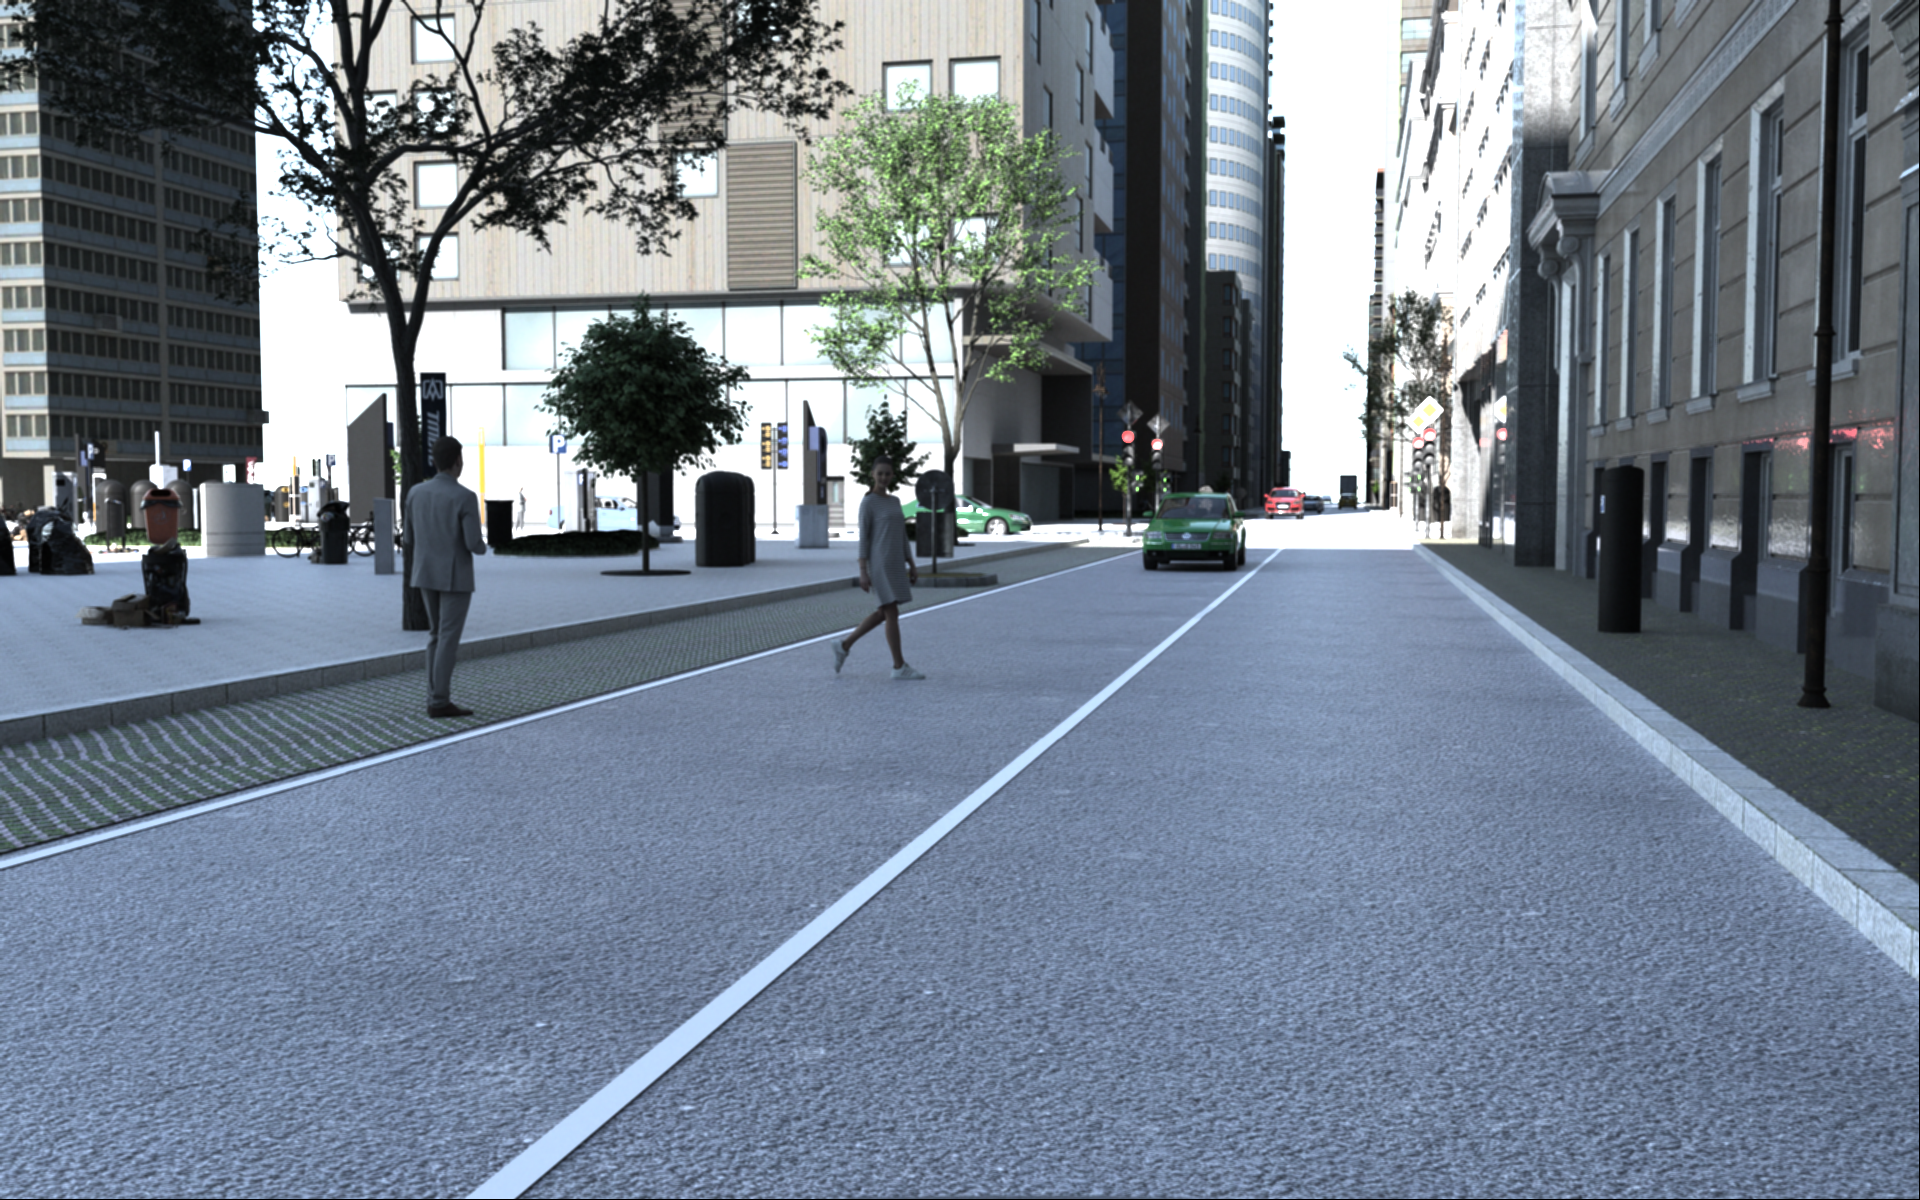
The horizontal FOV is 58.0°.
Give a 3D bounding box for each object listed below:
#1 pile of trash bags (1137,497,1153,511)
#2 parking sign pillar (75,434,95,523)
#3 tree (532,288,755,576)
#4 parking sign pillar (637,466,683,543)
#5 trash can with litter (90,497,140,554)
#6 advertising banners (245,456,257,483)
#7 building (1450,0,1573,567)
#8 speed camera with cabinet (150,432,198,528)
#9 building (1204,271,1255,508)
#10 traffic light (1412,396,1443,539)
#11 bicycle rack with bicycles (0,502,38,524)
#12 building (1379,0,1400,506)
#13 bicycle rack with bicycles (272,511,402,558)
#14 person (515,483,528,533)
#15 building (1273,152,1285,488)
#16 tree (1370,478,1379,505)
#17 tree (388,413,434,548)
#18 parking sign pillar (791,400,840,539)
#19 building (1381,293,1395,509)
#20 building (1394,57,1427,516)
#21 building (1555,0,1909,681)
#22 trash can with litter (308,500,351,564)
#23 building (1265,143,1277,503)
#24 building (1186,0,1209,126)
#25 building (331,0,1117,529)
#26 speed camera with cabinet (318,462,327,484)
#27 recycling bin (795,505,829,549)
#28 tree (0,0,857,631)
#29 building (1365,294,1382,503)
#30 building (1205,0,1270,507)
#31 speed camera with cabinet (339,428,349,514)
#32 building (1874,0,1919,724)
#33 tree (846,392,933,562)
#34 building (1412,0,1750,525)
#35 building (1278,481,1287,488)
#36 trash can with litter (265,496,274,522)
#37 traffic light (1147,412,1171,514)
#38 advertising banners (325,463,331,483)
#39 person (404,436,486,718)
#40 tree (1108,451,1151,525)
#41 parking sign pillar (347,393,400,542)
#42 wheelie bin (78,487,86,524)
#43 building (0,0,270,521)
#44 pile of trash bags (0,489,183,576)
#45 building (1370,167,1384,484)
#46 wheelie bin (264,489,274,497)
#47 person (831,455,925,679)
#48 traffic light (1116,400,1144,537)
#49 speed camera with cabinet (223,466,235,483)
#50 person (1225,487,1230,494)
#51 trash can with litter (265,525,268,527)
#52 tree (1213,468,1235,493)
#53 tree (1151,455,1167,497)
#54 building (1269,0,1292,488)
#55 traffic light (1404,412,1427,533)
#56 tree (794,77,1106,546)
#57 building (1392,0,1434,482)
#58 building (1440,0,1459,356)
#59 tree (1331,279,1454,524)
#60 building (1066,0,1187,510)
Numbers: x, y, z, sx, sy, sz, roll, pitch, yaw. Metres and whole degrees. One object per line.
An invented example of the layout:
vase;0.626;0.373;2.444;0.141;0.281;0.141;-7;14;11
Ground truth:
pile of trash bags;11.034;-5.074;92.710;3.447;1.369;1.912;2;4;28
parking sign pillar;-39.430;-5.486;78.175;1.447;3.967;1.447;0;4;-8
tree;-5.134;-2.695;27.778;4.285;4.588;4.351;0;3;0
parking sign pillar;-8.044;-3.495;45.615;1.447;3.967;1.447;-3;4;-37
trash can with litter;-18.615;-1.613;37.433;1.678;1.210;2.233;1;4;12
advertising banners;-33.600;-5.141;80.247;2.074;3.025;0.090;-3;4;-38
building;17.877;-13.478;38.382;12.078;24.808;19.932;1;4;13
speed camera with cabinet;-24.763;-3.696;54.763;2.038;3.252;0.660;2;4;34
building;10.909;-18.726;151.208;27.650;21.520;28.899;1;4;13
traffic light;13.479;-3.729;49.895;0.839;4.253;0.868;1;4;13
bicycle rack with bicycles;-41.202;-3.773;75.077;2.925;0.926;2.852;-2;4;-33
building;56.735;-39.516;188.092;21.231;58.520;28.212;1;4;13
bicycle rack with bicycles;-12.616;-1.396;36.202;2.925;0.926;2.852;-1;4;-10
person;-14.709;-3.025;58.149;0.526;1.800;0.537;0;4;-4
building;34.283;-35.040;223.022;14.600;45.320;14.200;1;4;13
tree;51.183;-13.359;213.026;1.663;3.219;1.824;0;3;0
tree;-12.833;-2.869;41.512;1.663;3.219;1.824;0;3;0
parking sign pillar;-4.199;-3.777;50.222;1.447;3.967;1.447;1;4;8
building;53.630;-19.278;160.237;27.650;21.520;28.899;1;4;13
building;34.696;-20.590;114.140;11.434;29.767;29.804;1;4;13
building;14.338;-14.230;18.571;13.634;28.700;20.117;1;4;13
trash can with litter;-11.666;-1.251;31.838;1.055;1.170;0.624;3;5;41
building;28.508;-31.432;197.515;14.154;41.232;14.086;1;4;13
building;10.004;-26.912;123.613;14.154;41.232;14.086;1;4;13
building;-8.043;-29.719;75.138;28.713;52.752;27.495;1;4;13
speed camera with cabinet;-39.242;-6.820;105.844;0.660;3.252;2.038;0;4;5
recycling bin;-3.526;-1.750;41.161;0.722;1.027;0.722;-1;4;-13
tree;-5.105;-5.015;16.403;8.767;10.594;7.601;0;4;0
building;65.534;-29.154;248.366;14.160;30.474;14.107;1;4;13
building;20.214;-38.851;177.208;21.231;58.520;28.212;1;4;13
speed camera with cabinet;-17.844;-3.522;51.919;2.038;3.252;0.660;3;5;41
building;8.162;-9.235;0.147;9.793;20.994;18.267;1;4;13
tree;-1.313;-2.347;32.973;1.663;3.219;1.824;0;3;0
building;30.731;-18.552;89.224;13.634;28.700;20.117;1;4;13
building;29.690;-33.753;243.735;32.217;40.220;23.993;1;4;13
trash can with litter;-31.989;-4.194;79.966;0.624;1.170;1.055;-1;4;-19
traffic light;6.817;-4.320;59.548;0.839;4.253;0.868;1;4;13
advertising banners;-35.059;-6.199;97.549;0.090;3.025;2.074;1;4;17
person;-3.256;-0.152;11.178;0.606;1.804;0.583;1;4;20
tree;6.946;-4.719;71.753;1.663;3.219;1.824;0;3;0
parking sign pillar;-15.872;-3.563;46.723;1.447;3.967;1.447;2;4;25
wheelie bin;-37.791;-4.028;73.770;0.693;1.594;0.980;3;5;41
building;-52.465;-24.278;88.830;23.993;40.220;32.217;1;4;13
pile of trash bags;-14.484;-1.122;28.103;3.447;1.369;1.912;-1;4;-21
building;65.044;-34.925;225.643;22.147;44.769;28.867;1;4;13
wheelie bin;-47.190;-6.720;117.786;0.980;1.594;0.693;-2;4;-27
person;-0.644;-0.257;13.455;0.760;1.731;0.466;0;4;6
traffic light;5.071;-3.843;51.756;0.839;4.253;0.868;1;4;13
speed camera with cabinet;-52.800;-7.913;123.721;2.038;3.252;0.660;1;4;18
person;15.193;-5.558;99.214;0.795;1.843;0.661;1;4;16
trash can with litter;-30.624;-3.811;73.369;2.233;1.210;1.678;2;4;27
tree;19.369;-8.112;127.226;1.663;3.219;1.824;0;3;0
tree;8.501;-5.116;78.241;1.663;3.219;1.824;0;3;0
building;40.693;-58.471;268.673;22.319;86.520;31.000;1;4;13
traffic light;15.225;-4.206;57.688;0.839;4.253;0.868;1;4;13
tree;-0.221;-7.158;42.787;9.928;11.665;9.643;0;3;0
building;42.259;-27.878;139.407;14.154;41.232;14.086;1;4;13
building;27.033;-14.122;59.771;19.941;23.489;11.050;1;4;13
tree;20.281;-8.620;75.357;7.601;10.594;8.767;3;4;37
building;5.668;-27.627;101.809;14.600;45.320;14.200;1;4;13
